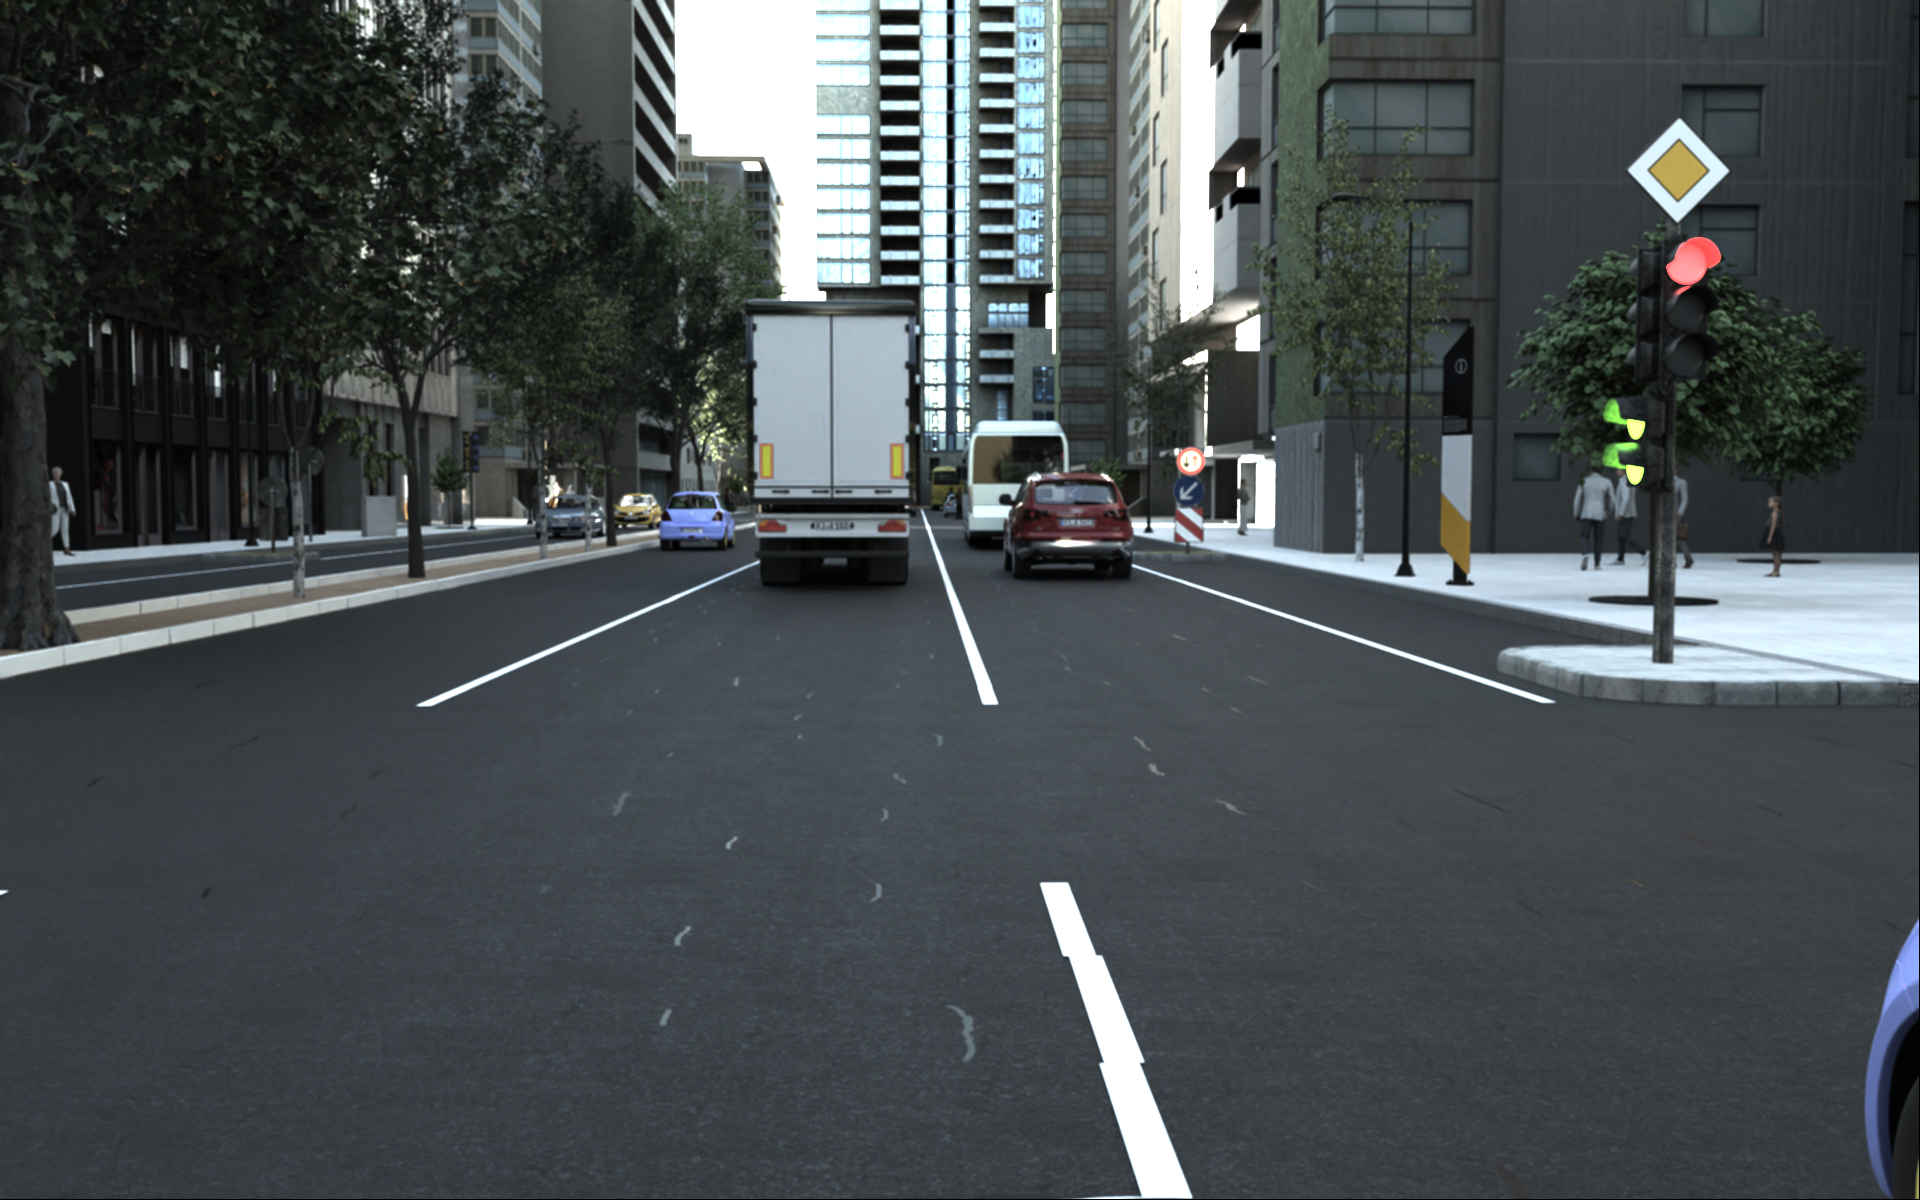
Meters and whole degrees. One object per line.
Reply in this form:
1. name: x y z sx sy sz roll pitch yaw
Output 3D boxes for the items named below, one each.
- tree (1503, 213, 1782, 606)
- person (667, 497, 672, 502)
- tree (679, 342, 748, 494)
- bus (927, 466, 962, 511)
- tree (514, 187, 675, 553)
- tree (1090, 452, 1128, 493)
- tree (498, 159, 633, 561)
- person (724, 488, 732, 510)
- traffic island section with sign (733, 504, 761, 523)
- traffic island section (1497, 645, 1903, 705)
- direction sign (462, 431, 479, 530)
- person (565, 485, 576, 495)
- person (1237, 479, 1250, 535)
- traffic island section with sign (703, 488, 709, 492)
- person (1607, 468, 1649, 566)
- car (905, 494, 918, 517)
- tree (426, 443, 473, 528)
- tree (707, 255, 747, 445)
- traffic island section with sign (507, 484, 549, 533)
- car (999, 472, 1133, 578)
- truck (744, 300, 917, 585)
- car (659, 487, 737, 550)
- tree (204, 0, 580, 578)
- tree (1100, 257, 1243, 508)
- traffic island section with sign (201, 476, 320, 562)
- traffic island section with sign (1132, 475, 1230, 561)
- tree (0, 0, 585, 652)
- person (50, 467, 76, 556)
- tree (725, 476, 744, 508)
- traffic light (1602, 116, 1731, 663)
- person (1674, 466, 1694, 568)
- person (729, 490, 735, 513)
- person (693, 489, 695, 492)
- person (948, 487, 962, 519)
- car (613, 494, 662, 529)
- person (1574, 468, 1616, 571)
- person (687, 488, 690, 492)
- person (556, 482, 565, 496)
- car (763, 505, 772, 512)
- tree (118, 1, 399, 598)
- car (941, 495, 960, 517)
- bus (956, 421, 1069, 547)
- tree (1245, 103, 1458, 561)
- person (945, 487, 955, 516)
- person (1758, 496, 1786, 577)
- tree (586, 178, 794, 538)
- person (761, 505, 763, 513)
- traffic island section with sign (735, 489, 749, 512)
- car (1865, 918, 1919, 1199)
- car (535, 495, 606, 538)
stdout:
1. tree: 8.201 -2.252 20.534 4.285 4.588 4.351 0 3 0
2. person: -16.361 -5.637 100.661 1.348 1.824 0.705 0 4 -5
3. tree: -10.348 -7.428 74.264 4.737 8.622 4.395 0 3 0
4. bus: -1.328 -9.871 152.935 2.896 3.916 12.252 0 4 -2
5. tree: -8.905 -5.416 41.369 4.360 8.622 3.978 0 3 0
6. tree: 6.982 -5.173 79.186 1.663 3.219 1.824 0 3 0
7. tree: -8.686 -5.079 35.857 4.737 8.622 4.395 0 3 0
8. person: -16.436 -6.972 122.458 0.705 1.831 1.348 -2 4 -28
9. traffic island section with sign: -10.421 -4.861 87.611 2.006 1.907 1.989 0 4 -1
10. traffic island section: 5.372 0.556 13.187 2.009 0.180 2.903 0 4 -1
11. direction sign: -17.631 -4.311 62.477 0.379 3.537 0.876 1 4 21
12. person: -19.999 -5.047 89.296 0.721 1.736 1.217 2 4 33
13. person: 8.845 -2.892 53.869 0.362 1.759 0.519 -1 4 -9
14. traffic island section with sign: -16.925 -6.497 114.852 1.989 1.847 2.006 0 4 -1
15. person: 12.054 -1.545 31.150 0.795 1.843 0.661 2 4 32
16. car: -3.852 -6.312 111.880 2.281 1.827 5.304 0 4 -1
17. tree: -19.248 -4.294 64.816 1.663 3.219 1.824 0 3 0
18. tree: -9.506 -6.759 47.385 8.767 10.594 7.601 0 4 -1
19. traffic island section with sign: -15.641 -3.410 64.386 1.989 1.847 2.006 0 4 -1
20. car: 1.870 -1.365 30.996 2.281 1.827 5.304 0 4 -1
21. truck: -2.176 -2.552 30.647 2.839 4.237 11.283 0 4 -3
22. car: -6.846 -2.186 45.340 1.945 1.707 3.694 0 4 -3
23. tree: -9.236 -5.667 29.524 8.767 10.594 7.601 0 4 -1
24. tree: 6.497 -6.294 53.270 4.360 8.622 3.978 0 3 0
25. traffic island section with sign: -14.961 -1.753 37.289 1.989 1.847 2.006 0 4 -1
26. traffic island section with sign: 4.760 -1.783 37.778 1.989 1.847 2.006 0 4 -1
27. tree: -8.722 -5.901 15.950 9.611 12.733 9.660 0 3 0
28. person: -18.765 -1.836 35.944 0.818 1.842 0.514 1 4 12
29. tree: -20.513 -10.056 159.016 1.663 3.219 1.824 0 3 0
30. traffic light: 5.332 -1.477 13.072 0.839 4.253 0.868 0 4 -1
31. person: 12.309 -1.453 29.920 0.853 1.813 0.709 -2 4 -32
32. person: -16.796 -7.210 126.906 0.617 1.759 0.750 -1 4 -12
33. person: -16.048 -5.828 104.310 1.217 1.766 0.721 0 4 5
34. person: -0.053 -5.464 97.980 1.348 1.807 0.705 -2 4 -33
35. car: -13.571 -3.825 72.756 2.015 1.641 3.980 0 4 -3
36. person: 10.674 -1.422 29.134 0.661 1.843 0.795 1 4 20
37. person: -20.192 -7.433 128.300 0.721 1.736 1.217 0 4 -7
38. person: -18.697 -4.578 80.809 0.656 1.842 0.836 0 4 5
39. car: -15.061 -7.992 140.449 2.009 1.686 4.222 0 4 -2
40. tree: -9.038 -4.313 23.329 4.737 8.622 4.395 0 3 0
41. car: -0.138 -5.828 107.296 2.014 1.417 4.499 0 4 -1
42. bus: 1.400 -3.391 50.303 2.948 3.499 13.247 0 4 -1
43. tree: 7.517 -5.029 32.582 4.737 8.622 4.395 0 3 0
44. person: -0.569 -6.510 114.562 1.348 1.869 0.705 -3 5 -44
45. person: 12.550 -0.981 26.753 0.373 1.253 0.362 2 4 34
46. tree: -9.193 -7.829 56.211 9.928 11.665 9.643 0 3 0
47. person: -10.903 -5.266 94.589 1.348 1.826 0.705 2 4 35
48. traffic island section with sign: -17.602 -8.145 141.799 1.989 1.847 2.006 0 4 -1
49. car: 2.417 0.493 1.526 1.945 1.707 3.694 0 4 -1
50. car: -12.913 -2.791 57.628 2.014 1.417 4.499 0 4 -2
